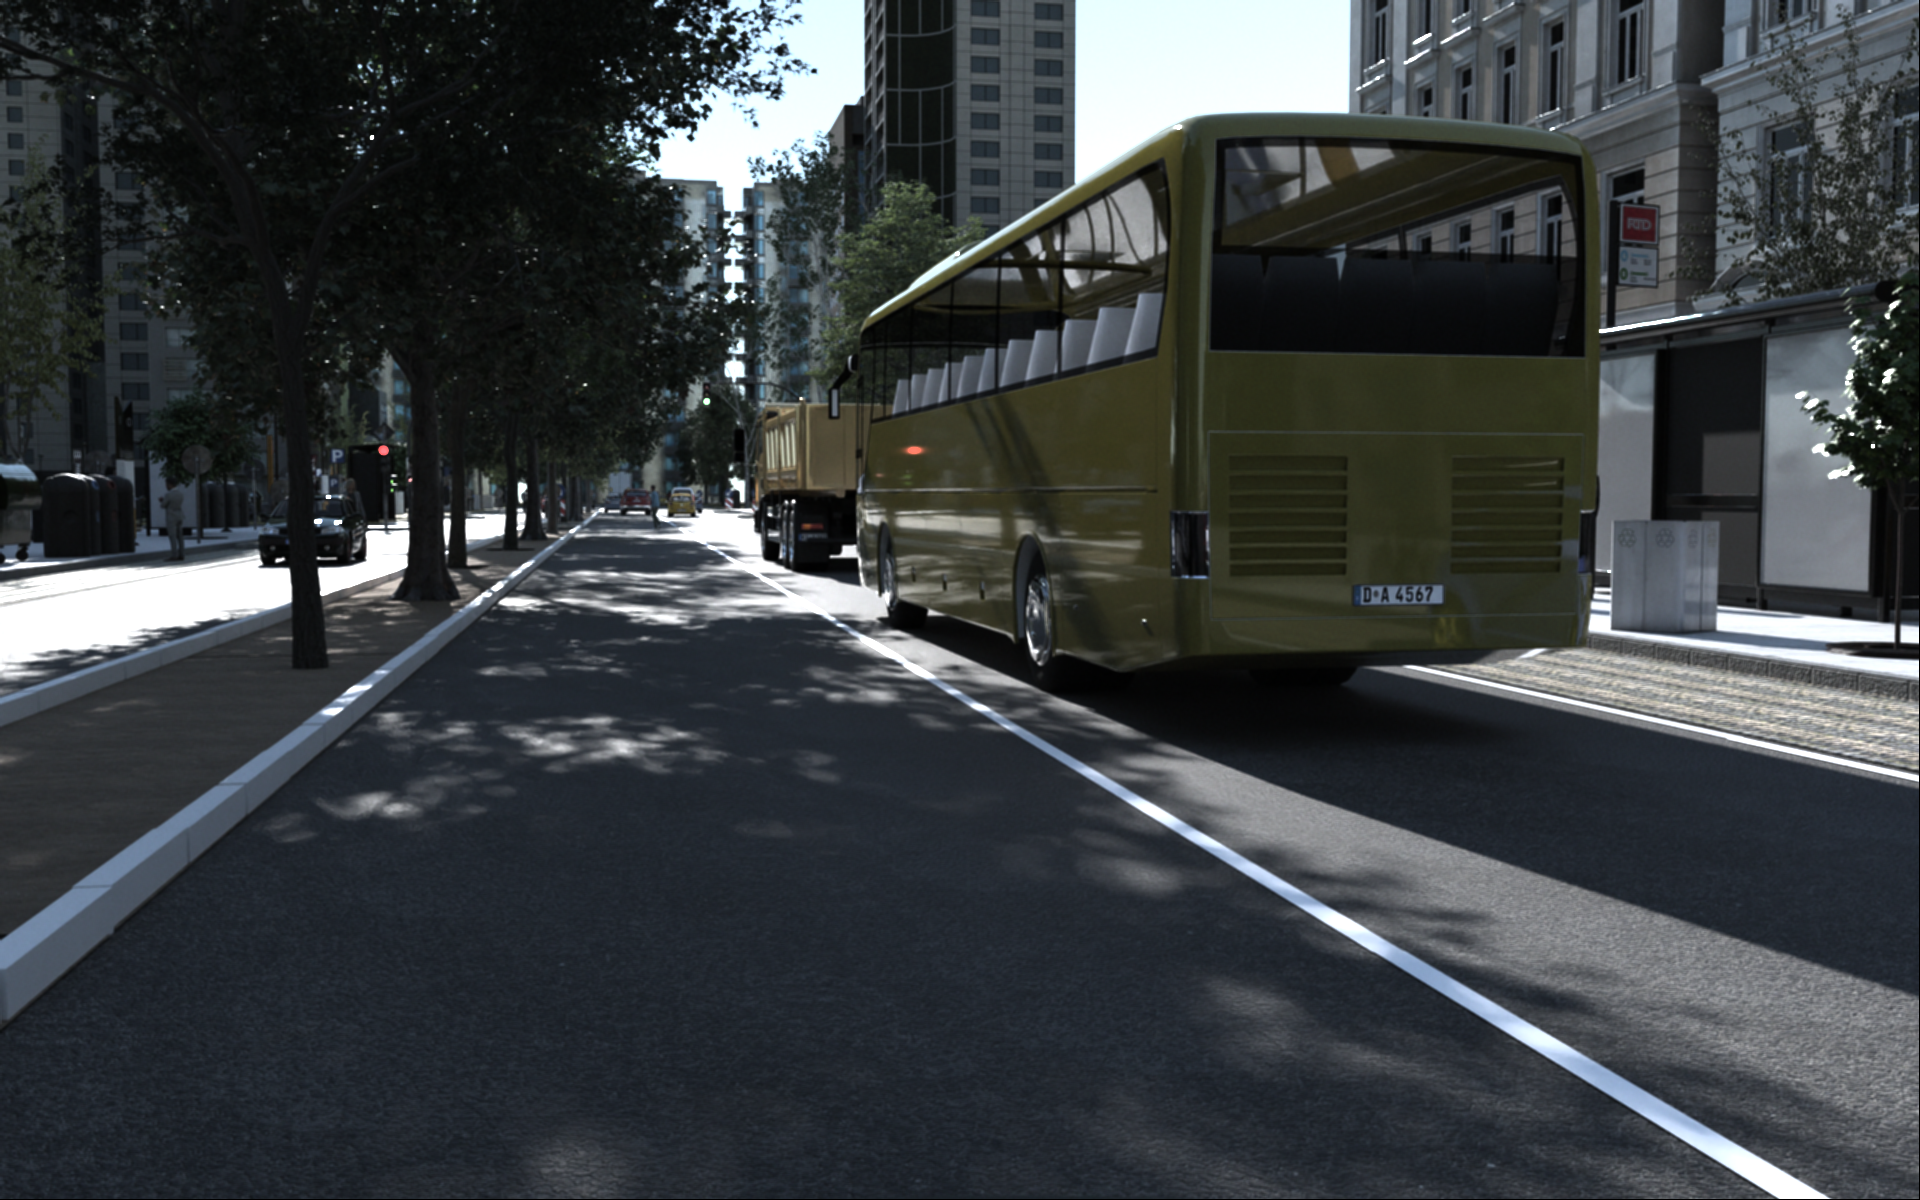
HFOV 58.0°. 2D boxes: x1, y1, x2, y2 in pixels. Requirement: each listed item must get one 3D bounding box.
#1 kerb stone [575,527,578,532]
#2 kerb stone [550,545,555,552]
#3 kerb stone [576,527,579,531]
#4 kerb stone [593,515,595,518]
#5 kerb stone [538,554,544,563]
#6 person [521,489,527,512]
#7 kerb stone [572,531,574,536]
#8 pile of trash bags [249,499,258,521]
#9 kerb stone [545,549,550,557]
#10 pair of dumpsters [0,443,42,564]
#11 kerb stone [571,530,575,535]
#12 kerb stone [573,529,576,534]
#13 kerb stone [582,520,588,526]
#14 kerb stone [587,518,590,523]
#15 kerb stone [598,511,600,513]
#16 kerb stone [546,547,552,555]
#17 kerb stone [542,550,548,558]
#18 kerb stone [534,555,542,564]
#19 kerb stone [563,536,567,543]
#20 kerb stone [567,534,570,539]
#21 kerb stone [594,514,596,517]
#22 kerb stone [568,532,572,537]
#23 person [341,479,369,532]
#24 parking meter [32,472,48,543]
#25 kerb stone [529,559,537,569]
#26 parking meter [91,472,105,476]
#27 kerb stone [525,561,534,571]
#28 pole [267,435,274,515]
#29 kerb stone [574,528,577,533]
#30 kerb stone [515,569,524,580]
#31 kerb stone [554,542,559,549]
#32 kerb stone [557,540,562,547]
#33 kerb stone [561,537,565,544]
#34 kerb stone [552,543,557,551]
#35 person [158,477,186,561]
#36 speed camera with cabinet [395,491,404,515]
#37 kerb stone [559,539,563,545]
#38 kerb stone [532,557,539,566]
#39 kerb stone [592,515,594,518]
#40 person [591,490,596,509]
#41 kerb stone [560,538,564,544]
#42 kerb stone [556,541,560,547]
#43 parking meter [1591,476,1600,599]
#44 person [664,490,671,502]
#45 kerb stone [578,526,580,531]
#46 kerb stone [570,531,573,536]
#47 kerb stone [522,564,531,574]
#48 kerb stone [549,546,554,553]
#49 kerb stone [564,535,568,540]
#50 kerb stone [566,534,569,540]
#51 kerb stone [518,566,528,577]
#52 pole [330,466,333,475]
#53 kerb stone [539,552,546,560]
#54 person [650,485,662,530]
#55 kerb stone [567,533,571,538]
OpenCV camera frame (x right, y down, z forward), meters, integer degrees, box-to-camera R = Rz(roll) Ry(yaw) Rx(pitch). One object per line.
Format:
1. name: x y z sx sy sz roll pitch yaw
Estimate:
1. kerb stone: -13.737 -2.406 61.537 0.120 0.150 1.000 -1 4 -11
2. kerb stone: -9.809 -1.174 41.388 0.120 0.150 1.000 -1 4 -11
3. kerb stone: -13.931 -2.466 62.540 0.120 0.150 1.000 -1 4 -11
4. kerb stone: -20.517 -4.527 96.229 0.120 0.150 1.000 -1 4 -11
5. kerb stone: -8.637 -0.805 35.359 0.120 0.150 1.000 -1 4 -11
6. person: -34.137 -7.779 135.867 0.592 1.802 0.473 3 4 38
7. kerb stone: -12.755 -2.098 56.502 0.120 0.150 1.000 -1 4 -11
8. pile of trash bags: -34.823 -4.378 81.340 3.447 1.369 1.912 -1 4 -23
9. kerb stone: -9.222 -0.989 38.371 0.120 0.150 1.000 -1 4 -11
10. pair of dumpsters: -17.950 -1.744 31.006 1.574 2.255 4.437 -1 4 -11
11. kerb stone: -12.955 -2.160 57.504 0.120 0.150 1.000 -1 4 -11
12. kerb stone: -13.146 -2.216 58.512 0.120 0.150 1.000 -1 4 -11
13. kerb stone: -16.970 -3.421 78.121 0.120 0.150 1.000 -1 4 -11
14. kerb stone: -18.160 -3.790 84.163 0.120 0.150 1.000 -1 4 -11
15. kerb stone: -24.241 -5.695 115.349 0.120 0.150 1.000 -1 4 -11
16. kerb stone: -9.414 -1.051 39.375 0.120 0.150 1.000 -1 4 -11
17. kerb stone: -9.025 -0.928 37.368 0.120 0.150 1.000 -1 4 -11
18. kerb stone: -8.431 -0.743 34.351 0.120 0.150 1.000 -1 4 -11
19. kerb stone: -11.376 -1.667 49.447 0.120 0.150 1.000 -1 4 -11
20. kerb stone: -11.972 -1.848 52.476 0.120 0.150 1.000 -1 4 -11
21. kerb stone: -21.098 -4.713 99.252 0.120 0.150 1.000 -1 4 -11
22. kerb stone: -12.361 -1.971 54.488 0.120 0.150 1.000 -1 4 -11
23. person: -14.595 -2.019 41.701 0.709 1.800 0.728 -2 4 -35
24. parking meter: -24.256 -2.446 45.696 0.399 1.863 0.255 -3 5 -43
25. kerb stone: -8.036 -0.619 32.331 0.120 0.150 1.000 -1 4 -11
26. parking meter: -22.861 -2.465 46.018 0.399 1.863 0.255 3 4 37
27. kerb stone: -7.839 -0.559 31.328 0.120 0.150 1.000 -1 4 -11
28. pole: -23.868 -4.045 59.987 0.158 3.312 0.155 0 3 0
29. kerb stone: -13.545 -2.340 60.531 0.120 0.150 1.000 -1 4 -11
30. kerb stone: -7.255 -0.374 28.318 0.120 0.150 1.000 -1 4 -11
31. kerb stone: -10.201 -1.297 43.394 0.120 0.150 1.000 -1 4 -11
32. kerb stone: -10.589 -1.420 45.415 0.120 0.150 1.000 -1 4 -11
33. kerb stone: -11.188 -1.603 48.434 0.120 0.150 1.000 -1 4 -11
34. kerb stone: -10.000 -1.235 42.392 0.120 0.150 1.000 -1 4 -11
35. person: -16.842 -1.731 36.983 0.466 1.800 0.511 0 4 -1
36. speed camera with cabinet: -35.523 -6.965 108.218 0.660 3.252 2.038 1 4 11
37. kerb stone: -10.792 -1.482 46.418 0.120 0.150 1.000 -1 4 -11
38. kerb stone: -8.238 -0.677 33.344 0.120 0.150 1.000 -1 4 -11
39. kerb stone: -20.114 -4.402 94.212 0.120 0.150 1.000 -1 4 -11
40. person: -34.973 -9.564 164.850 0.705 1.826 1.348 1 4 17
41. kerb stone: -10.986 -1.543 47.426 0.120 0.150 1.000 -1 4 -11
42. kerb stone: -10.392 -1.355 44.401 0.120 0.150 1.000 -1 4 -11
43. parking meter: 7.586 -0.947 21.196 0.399 1.863 0.255 3 4 37
44. person: -31.277 -10.887 186.438 1.348 1.831 0.705 -3 5 -42
45. kerb stone: -14.325 -2.590 64.547 0.120 0.150 1.000 -1 4 -11
46. kerb stone: -12.555 -2.036 55.492 0.120 0.150 1.000 -1 4 -11
47. kerb stone: -7.651 -0.497 30.323 0.120 0.150 1.000 -1 4 -11
48. kerb stone: -9.611 -1.112 40.381 0.120 0.150 1.000 -1 4 -11
49. kerb stone: -11.570 -1.728 50.454 0.120 0.150 1.000 -1 4 -11
50. kerb stone: -11.778 -1.790 51.470 0.120 0.150 1.000 -1 4 -11
51. kerb stone: -7.453 -0.436 29.321 0.120 0.150 1.000 -1 4 -11
52. pole: -45.763 -8.096 126.208 0.158 3.312 0.155 0 3 0
53. kerb stone: -8.822 -0.867 36.364 0.120 0.150 1.000 -1 4 -11
54. person: -12.057 -3.654 68.592 0.444 1.785 0.601 1 4 22
55. kerb stone: -12.170 -1.913 53.481 0.120 0.150 1.000 -1 4 -11
